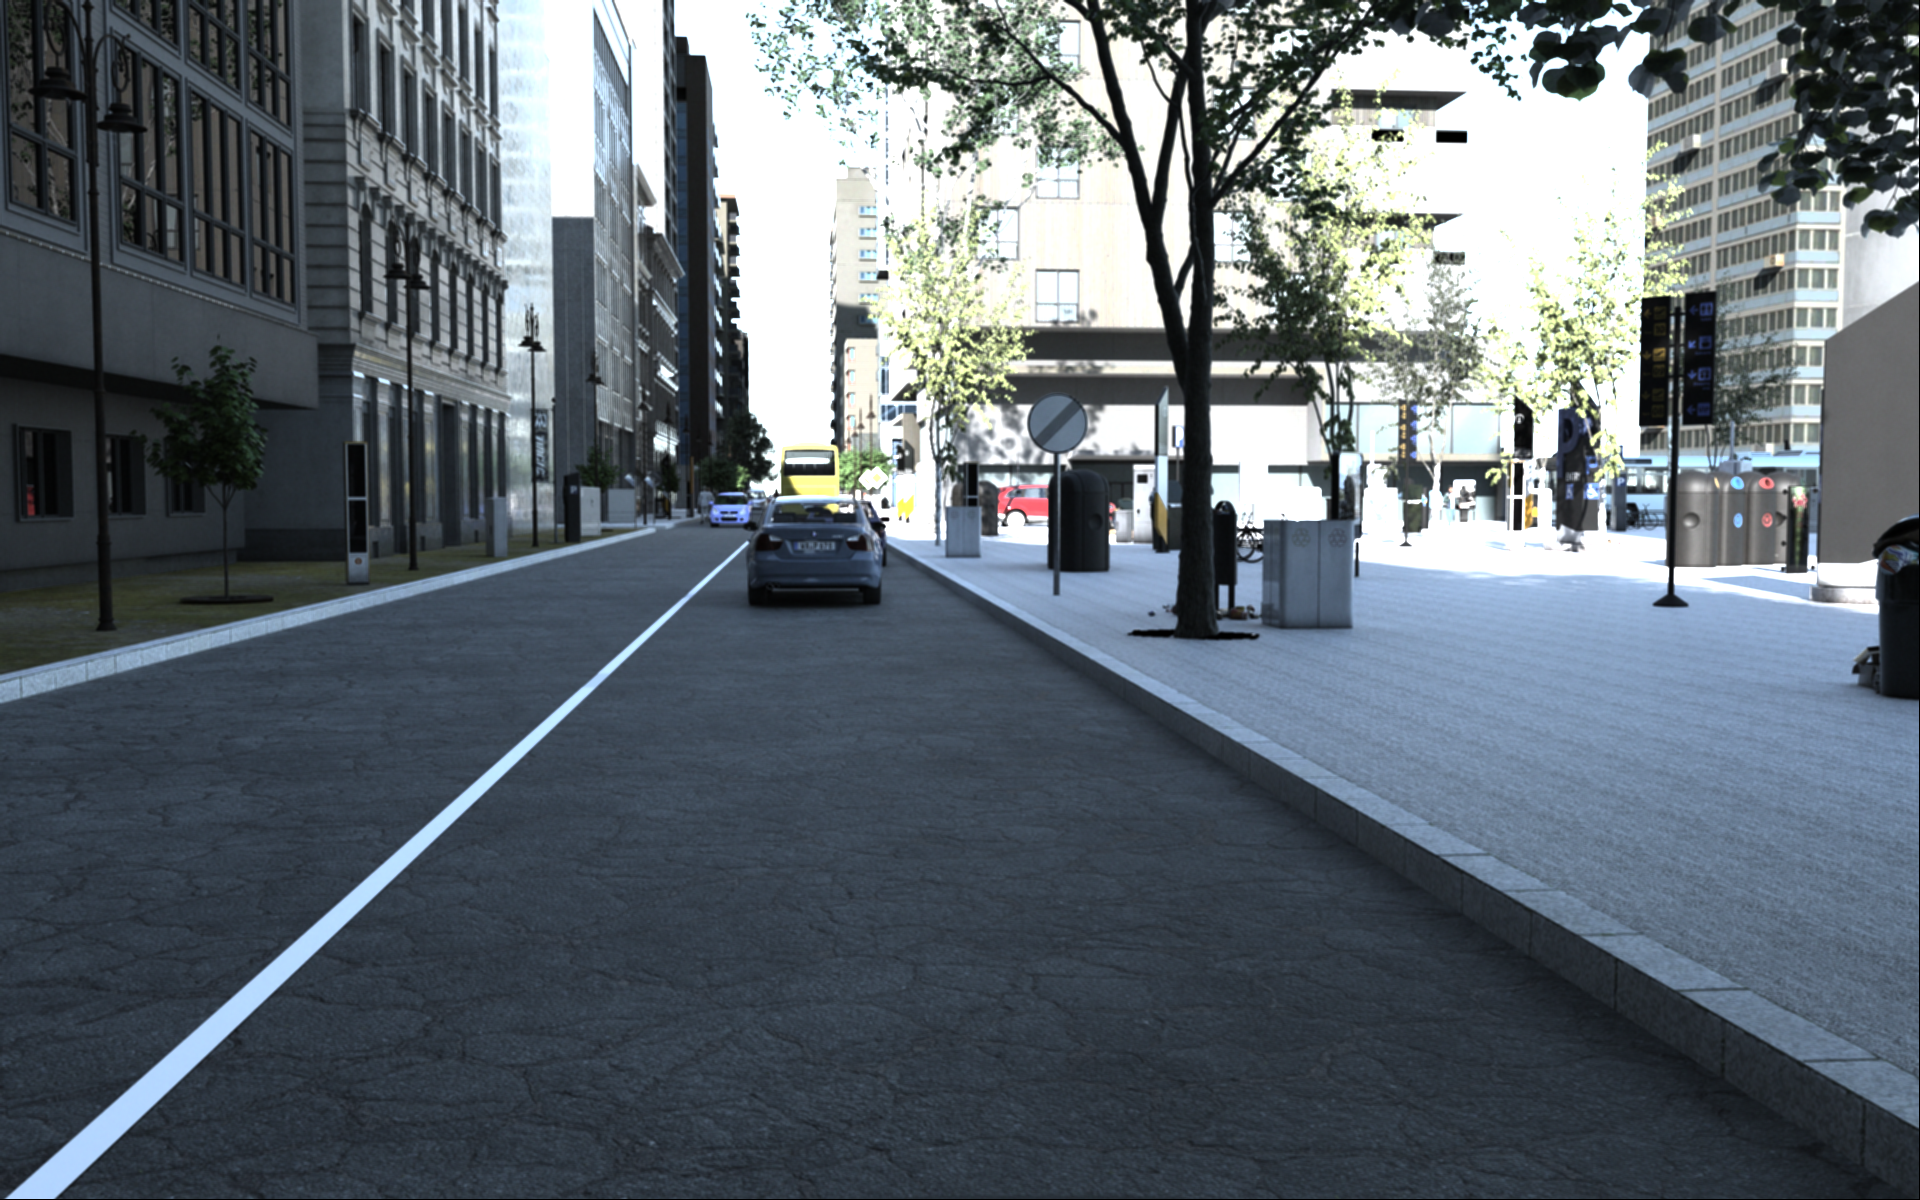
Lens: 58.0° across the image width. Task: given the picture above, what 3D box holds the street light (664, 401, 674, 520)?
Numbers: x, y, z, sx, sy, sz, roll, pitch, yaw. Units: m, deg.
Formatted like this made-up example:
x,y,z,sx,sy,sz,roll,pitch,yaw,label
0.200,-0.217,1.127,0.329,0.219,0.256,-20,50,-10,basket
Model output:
x,y,z,sx,sy,sz,roll,pitch,yaw,label
-14.473,-6.932,86.121,0.468,5.910,1.993,0,4,-5,street light

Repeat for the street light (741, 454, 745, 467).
x,y,z,sx,sy,sz,roll,pitch,yaw,label
-23.863,-13.155,187.873,0.468,5.910,1.993,0,4,-5,street light

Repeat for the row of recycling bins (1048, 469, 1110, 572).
x,y,z,sx,sy,sz,roll,pitch,yaw,label
2.000,-1.407,30.112,1.069,1.692,3.534,0,4,0,row of recycling bins

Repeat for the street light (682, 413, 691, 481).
x,y,z,sx,sy,sz,roll,pitch,yaw,label
-15.618,-7.723,99.055,0.468,5.910,1.993,0,4,-5,street light

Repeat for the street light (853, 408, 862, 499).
x,y,z,sx,sy,sz,roll,pitch,yaw,label
-5.317,-7.338,92.763,0.468,5.910,1.993,0,4,-5,street light

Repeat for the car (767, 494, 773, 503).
x,y,z,sx,sy,sz,roll,pitch,yaw,label
-25.512,-13.958,237.250,2.155,1.783,4.494,0,4,-7,car

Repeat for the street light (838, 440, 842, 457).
x,y,z,sx,sy,sz,roll,pitch,yaw,label
-8.867,-9.767,132.484,0.468,5.910,1.993,0,4,-5,street light

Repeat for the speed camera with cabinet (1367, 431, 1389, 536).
x,y,z,sx,sy,sz,roll,pitch,yaw,label
12.960,-3.631,53.696,0.660,3.252,2.038,1,4,13,speed camera with cabinet

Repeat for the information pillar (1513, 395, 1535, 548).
x,y,z,sx,sy,sz,roll,pitch,yaw,label
13.271,-3.028,40.855,0.504,3.616,0.183,3,5,40,information pillar

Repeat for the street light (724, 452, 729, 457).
x,y,z,sx,sy,sz,roll,pitch,yaw,label
-20.300,-10.749,148.535,0.468,5.910,1.993,0,4,-5,street light

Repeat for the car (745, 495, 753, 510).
x,y,z,sx,sy,sz,roll,pitch,yaw,label
-13.991,-5.920,108.801,2.014,1.417,4.499,0,4,-5,car

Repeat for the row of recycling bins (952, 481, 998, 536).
x,y,z,sx,sy,sz,roll,pitch,yaw,label
0.417,-2.889,54.352,1.069,1.692,3.534,-1,4,-12,row of recycling bins

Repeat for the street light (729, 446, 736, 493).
x,y,z,sx,sy,sz,roll,pitch,yaw,label
-21.501,-11.573,162.011,0.468,5.910,1.993,0,4,-5,street light

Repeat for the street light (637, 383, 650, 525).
x,y,z,sx,sy,sz,roll,pitch,yaw,label
-13.173,-6.085,72.285,0.468,5.910,1.993,0,4,-5,street light

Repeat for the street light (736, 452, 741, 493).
x,y,z,sx,sy,sz,roll,pitch,yaw,label
-22.686,-12.364,174.942,0.468,5.910,1.993,0,4,-5,street light

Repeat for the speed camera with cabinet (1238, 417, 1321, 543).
x,y,z,sx,sy,sz,roll,pitch,yaw,label
8.261,-3.086,44.786,2.038,3.252,0.660,0,4,2,speed camera with cabinet

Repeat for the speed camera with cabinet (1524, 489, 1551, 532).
x,y,z,sx,sy,sz,roll,pitch,yaw,label
19.940,-3.922,58.454,2.038,3.252,0.660,0,4,5,speed camera with cabinet

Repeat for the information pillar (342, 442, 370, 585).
x,y,z,sx,sy,sz,roll,pitch,yaw,label
-8.519,-1.220,24.440,0.304,2.012,0.304,-2,4,-25,information pillar

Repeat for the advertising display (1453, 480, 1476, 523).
x,y,z,sx,sy,sz,roll,pitch,yaw,label
22.301,-4.367,76.615,0.974,1.923,0.123,1,4,12,advertising display

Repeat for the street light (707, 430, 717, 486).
x,y,z,sx,sy,sz,roll,pitch,yaw,label
-18.042,-9.329,125.310,0.468,5.910,1.993,0,4,-5,street light

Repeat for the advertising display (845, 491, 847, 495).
x,y,z,sx,sy,sz,roll,pitch,yaw,label
-9.461,-8.089,137.467,0.974,1.923,0.123,-2,4,-27,advertising display

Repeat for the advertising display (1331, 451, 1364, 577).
x,y,z,sx,sy,sz,roll,pitch,yaw,label
5.924,-1.303,26.511,0.123,1.923,0.974,2,4,35,advertising display

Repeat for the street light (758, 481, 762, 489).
x,y,z,sx,sy,sz,roll,pitch,yaw,label
-31.373,-18.164,269.768,0.468,5.910,1.993,0,4,-5,street light

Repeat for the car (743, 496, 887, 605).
x,y,z,sx,sy,sz,roll,pitch,yaw,label
-1.991,-0.721,23.786,2.014,1.417,4.499,0,4,-5,car

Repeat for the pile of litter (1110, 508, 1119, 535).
x,y,z,sx,sy,sz,roll,pitch,yaw,label
4.988,-2.467,54.296,1.719,0.858,1.176,1,4,22,pile of litter

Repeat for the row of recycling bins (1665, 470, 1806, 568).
x,y,z,sx,sy,sz,roll,pitch,yaw,label
13.898,-1.466,31.085,3.534,1.692,1.069,-2,4,-34,row of recycling bins

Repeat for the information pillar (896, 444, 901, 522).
x,y,z,sx,sy,sz,roll,pitch,yaw,label
-2.710,-5.469,80.775,0.504,3.616,0.183,1,4,20,information pillar

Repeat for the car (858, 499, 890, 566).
x,y,z,sx,sy,sz,roll,pitch,yaw,label
-2.402,-1.417,35.747,1.945,1.354,3.894,0,4,-4,car

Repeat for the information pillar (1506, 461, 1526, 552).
x,y,z,sx,sy,sz,roll,pitch,yaw,label
12.333,-2.078,38.461,0.304,2.012,0.304,0,4,-4,information pillar

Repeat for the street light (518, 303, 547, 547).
x,y,z,sx,sy,sz,roll,pitch,yaw,label
-10.358,-4.238,42.077,0.468,5.910,1.993,0,4,-5,street light

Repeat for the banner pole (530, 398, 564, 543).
x,y,z,sx,sy,sz,roll,pitch,yaw,label
-10.722,-3.357,44.898,0.863,3.779,0.401,-2,4,-31,banner pole

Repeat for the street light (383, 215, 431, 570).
x,y,z,sx,sy,sz,roll,pitch,yaw,label
-9.223,-3.441,29.048,0.468,5.910,1.993,0,4,-5,street light

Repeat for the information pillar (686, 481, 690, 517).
x,y,z,sx,sy,sz,roll,pitch,yaw,label
-14.971,-5.591,95.910,0.304,2.012,0.304,1,4,10,information pillar

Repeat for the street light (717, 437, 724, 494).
x,y,z,sx,sy,sz,roll,pitch,yaw,label
-19.323,-10.127,138.371,0.468,5.910,1.993,0,4,-5,street light

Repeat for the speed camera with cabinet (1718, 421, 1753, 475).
x,y,z,sx,sy,sz,roll,pitch,yaw,label
21.376,-3.182,46.365,0.660,3.252,2.038,-2,4,-32,speed camera with cabinet

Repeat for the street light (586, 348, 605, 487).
x,y,z,sx,sy,sz,roll,pitch,yaw,label
-11.559,-5.029,55.006,0.468,5.910,1.993,0,4,-5,street light

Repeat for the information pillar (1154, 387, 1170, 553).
x,y,z,sx,sy,sz,roll,pitch,yaw,label
4.388,-2.835,37.713,0.183,3.616,0.504,2,4,32,information pillar

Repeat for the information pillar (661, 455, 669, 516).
x,y,z,sx,sy,sz,roll,pitch,yaw,label
-17.060,-6.671,100.428,0.504,3.616,0.183,1,4,20,information pillar

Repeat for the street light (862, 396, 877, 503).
x,y,z,sx,sy,sz,roll,pitch,yaw,label
-4.098,-6.547,79.836,0.468,5.910,1.993,0,4,-5,street light

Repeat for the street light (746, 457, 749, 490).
x,y,z,sx,sy,sz,roll,pitch,yaw,label
-25.097,-13.946,200.800,0.468,5.910,1.993,0,4,-5,street light

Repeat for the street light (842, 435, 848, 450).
x,y,z,sx,sy,sz,roll,pitch,yaw,label
-7.668,-8.954,119.183,0.468,5.910,1.993,0,4,-5,street light

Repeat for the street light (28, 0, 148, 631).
x,y,z,sx,sy,sz,roll,pitch,yaw,label
-8.030,-2.650,16.118,0.468,5.910,1.993,0,4,-5,street light

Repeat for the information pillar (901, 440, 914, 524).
x,y,z,sx,sy,sz,roll,pitch,yaw,label
-2.201,-5.106,74.832,0.504,3.616,0.183,3,4,36,information pillar

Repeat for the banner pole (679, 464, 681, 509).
x,y,z,sx,sy,sz,roll,pitch,yaw,label
-23.602,-9.538,145.957,0.401,3.779,0.863,-1,4,-19,banner pole

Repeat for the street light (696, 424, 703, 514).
x,y,z,sx,sy,sz,roll,pitch,yaw,label
-16.848,-8.513,111.982,0.468,5.910,1.993,0,4,-5,street light

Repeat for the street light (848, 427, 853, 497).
x,y,z,sx,sy,sz,roll,pitch,yaw,label
-6.407,-8.129,105.703,0.468,5.910,1.993,0,4,-5,street light

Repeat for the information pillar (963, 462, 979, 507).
x,y,z,sx,sy,sz,roll,pitch,yaw,label
0.254,-2.166,39.902,0.304,2.012,0.304,-1,4,-14,information pillar
